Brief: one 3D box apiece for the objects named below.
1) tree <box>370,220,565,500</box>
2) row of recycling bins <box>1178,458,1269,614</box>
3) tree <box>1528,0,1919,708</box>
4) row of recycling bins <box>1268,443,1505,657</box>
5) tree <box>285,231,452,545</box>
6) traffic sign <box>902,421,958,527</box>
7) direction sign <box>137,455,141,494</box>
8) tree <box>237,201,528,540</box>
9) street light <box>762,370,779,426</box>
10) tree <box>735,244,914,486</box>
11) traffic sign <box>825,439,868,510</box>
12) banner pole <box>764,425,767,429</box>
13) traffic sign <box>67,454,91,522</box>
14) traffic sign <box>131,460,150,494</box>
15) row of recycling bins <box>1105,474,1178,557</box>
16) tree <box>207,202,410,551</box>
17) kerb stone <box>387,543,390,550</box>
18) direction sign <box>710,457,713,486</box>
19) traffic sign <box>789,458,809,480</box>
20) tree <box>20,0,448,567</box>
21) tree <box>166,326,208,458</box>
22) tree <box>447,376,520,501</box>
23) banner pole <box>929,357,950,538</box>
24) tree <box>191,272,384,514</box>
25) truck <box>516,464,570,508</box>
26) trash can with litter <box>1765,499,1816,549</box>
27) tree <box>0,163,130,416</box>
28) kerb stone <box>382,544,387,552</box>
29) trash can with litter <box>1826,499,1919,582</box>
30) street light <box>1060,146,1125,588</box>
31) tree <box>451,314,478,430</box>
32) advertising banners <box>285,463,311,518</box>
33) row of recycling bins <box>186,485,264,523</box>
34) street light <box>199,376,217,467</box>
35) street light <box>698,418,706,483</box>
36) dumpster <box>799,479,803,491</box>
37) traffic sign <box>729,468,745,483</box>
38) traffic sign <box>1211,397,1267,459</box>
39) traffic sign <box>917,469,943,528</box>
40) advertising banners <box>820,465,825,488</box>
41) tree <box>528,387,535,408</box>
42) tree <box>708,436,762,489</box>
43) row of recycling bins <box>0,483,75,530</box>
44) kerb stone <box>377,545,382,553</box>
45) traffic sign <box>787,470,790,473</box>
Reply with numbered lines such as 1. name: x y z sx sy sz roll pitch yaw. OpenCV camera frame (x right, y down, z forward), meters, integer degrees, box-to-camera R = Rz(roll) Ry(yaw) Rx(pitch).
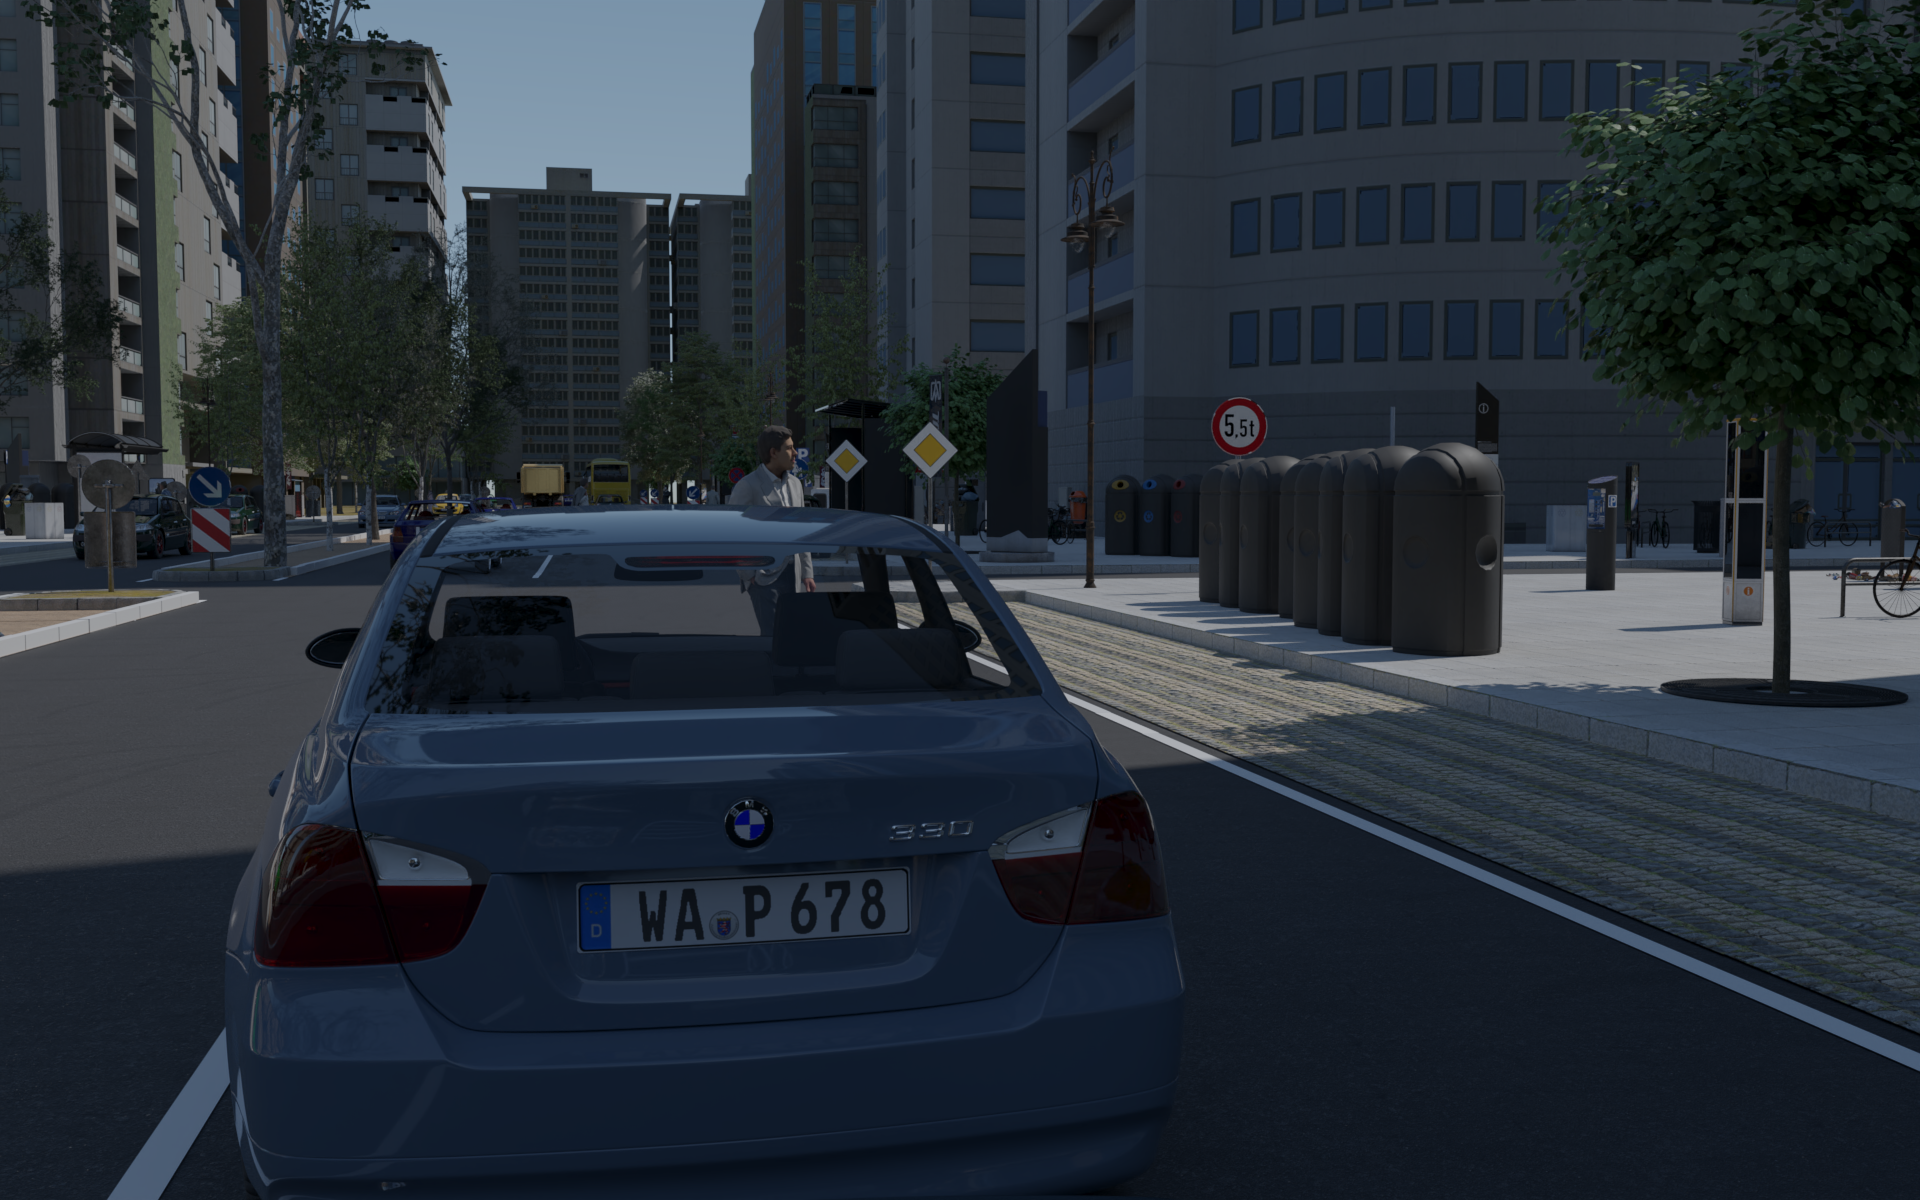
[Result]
1. tree: -22.782 -10.044 77.049 12.009 13.543 11.850 0 3 0
2. row of recycling bins: 3.480 -0.742 19.239 1.069 1.692 3.534 -1 4 -9
3. tree: 5.342 -1.667 10.971 4.285 4.588 4.351 0 3 0
4. row of recycling bins: 3.769 -0.503 15.335 1.069 1.692 3.534 0 4 -6
5. tree: -16.484 -5.828 48.102 4.360 8.622 3.978 0 3 0
6. traffic sign: -0.418 -1.246 24.019 0.795 2.450 0.064 -1 4 -12
7. direction sign: -38.591 -5.470 81.432 0.379 3.537 0.876 -2 4 -34
8. tree: -18.235 -7.156 53.875 8.767 10.594 7.601 -1 4 -12
9. street light: -7.072 -5.624 64.736 0.468 5.910 1.993 -1 4 -12
10. tree: -3.529 -6.214 51.953 4.737 8.622 4.395 0 3 0
11. traffic sign: -2.085 -1.724 31.829 0.795 2.450 0.064 -1 4 -12
12. banner pole: -7.049 -4.446 62.704 0.401 3.779 0.863 0 4 -3
13. traffic sign: -28.167 -3.382 55.401 0.768 2.556 0.104 0 4 -2
14. traffic sign: -30.910 -3.983 65.124 0.884 2.594 0.081 0 4 -7
15. row of recycling bins: 4.405 -1.744 35.635 1.069 1.692 3.534 -3 5 -43
16. tree: -15.676 -5.507 42.855 4.737 8.622 4.395 0 3 0
17. kerb stone: -14.595 -1.330 43.943 0.120 0.150 1.000 -1 4 -12
18. direction sign: -15.219 -6.974 106.026 0.379 3.537 0.876 -1 4 -17
19. traffic sign: -5.798 -3.781 61.931 0.768 2.556 0.104 0 4 -8
20. tree: -14.715 -10.728 33.753 12.611 20.169 13.585 0 3 0
21. tree: -31.579 -7.561 73.978 4.737 8.622 4.395 0 3 0
22. tree: -25.301 -8.472 91.344 4.737 8.622 4.395 0 3 0
23. banner pole: -0.364 -2.561 31.894 0.401 3.779 0.863 -2 4 -31
24. tree: -35.149 -10.389 87.987 7.486 12.596 7.792 0 3 0
25. truck: -26.772 -7.052 111.224 3.469 3.379 9.791 -1 4 -13
26. trash can with litter: 19.337 -1.776 40.428 1.055 1.170 0.624 -1 4 -12
27. tree: -25.890 -6.797 45.548 8.767 10.594 7.601 0 4 -5
28. kerb stone: -14.384 -1.268 42.940 0.120 0.150 1.000 -1 4 -12
29. trash can with litter: 13.851 -0.909 25.924 1.678 1.210 2.233 0 4 -1
30. street light: 1.778 -3.102 23.503 0.468 5.910 1.993 -1 4 -12
31. tree: -19.144 -6.636 61.315 4.360 8.622 3.978 0 3 0
32. advertising banners: -36.245 -6.036 94.879 2.074 3.025 0.090 2 4 28
33. row of recycling bins: -32.714 -4.301 77.436 3.534 1.692 1.069 -3 5 -39
34. street light: -29.544 -5.834 68.168 0.468 5.910 1.993 -1 4 -12
35. street light: -15.740 -8.108 105.357 0.468 5.910 1.993 -1 4 -12
36. dumpster: -6.943 -4.324 73.196 1.502 2.255 1.985 -1 4 -12
37. traffic sign: -10.727 -5.085 83.243 0.768 2.556 0.104 0 4 -4
38. traffic sign: 3.664 -1.392 22.863 0.768 2.556 0.104 -1 4 -10
39. traffic sign: -0.711 -2.651 43.342 0.884 2.594 0.081 0 4 -7
40. advertising banners: -8.693 -6.431 101.329 2.074 3.025 0.090 1 4 14
41. tree: -20.745 -7.966 67.120 8.767 10.594 7.601 -1 4 -12
42. tree: -11.175 -6.422 88.714 4.285 4.588 4.351 0 3 0
43. row of recycling bins: -33.904 -3.408 62.841 3.534 1.692 1.069 -3 5 -44
44. kerb stone: -14.175 -1.208 41.940 0.120 0.150 1.000 -1 4 -12
45. traffic sign: -6.310 -3.696 60.538 0.768 2.556 0.104 0 4 -3
